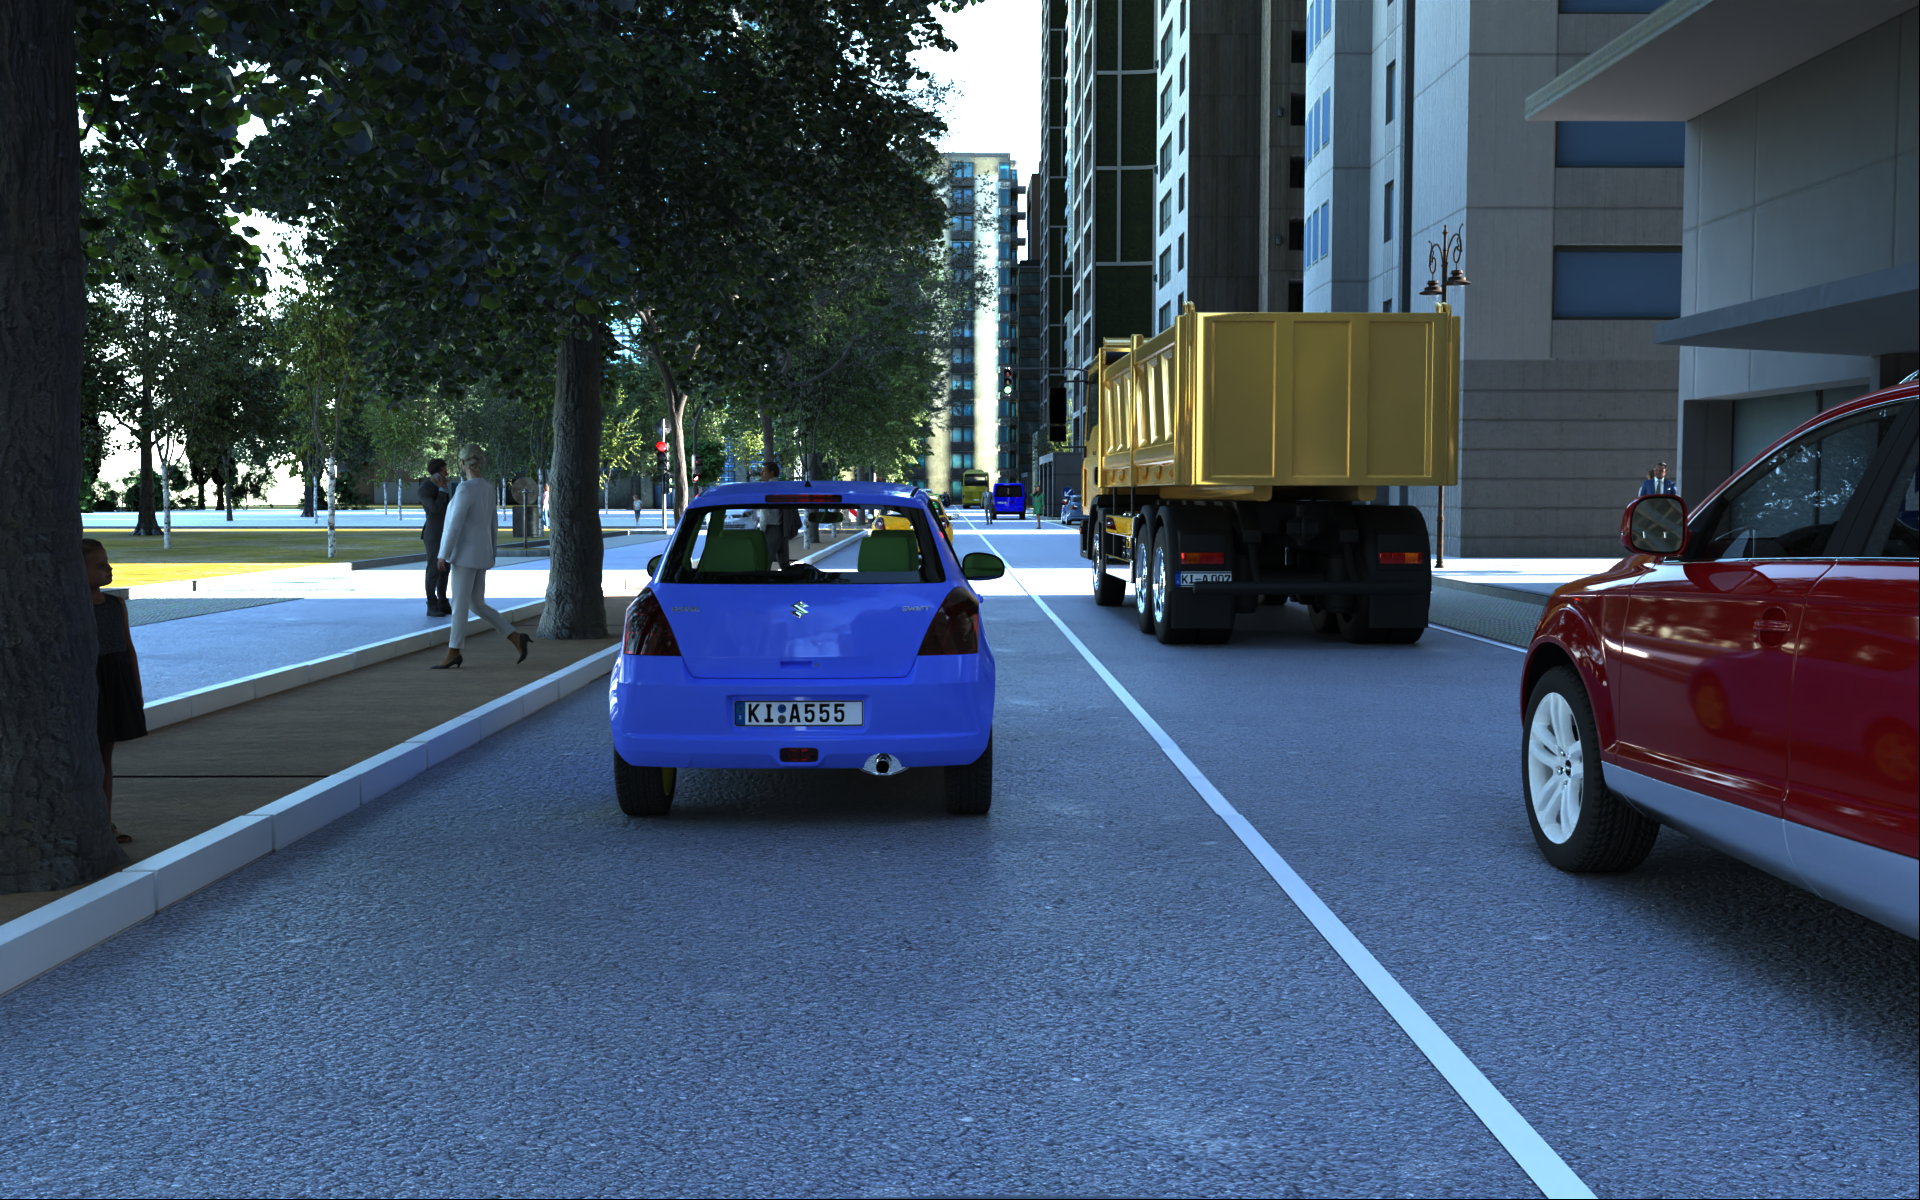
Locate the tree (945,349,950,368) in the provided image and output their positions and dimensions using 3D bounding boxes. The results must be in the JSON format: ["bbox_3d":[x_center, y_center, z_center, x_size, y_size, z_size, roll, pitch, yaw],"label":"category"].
[{"bbox_3d":[-4.260,-9.293,72.529,7.486,12.596,7.792,0,3,0],"label":"tree"}]

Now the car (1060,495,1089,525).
[{"bbox_3d":[5.700,-4.196,80.610,2.014,1.417,4.499,0,4,-1],"label":"car"}]

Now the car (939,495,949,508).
[{"bbox_3d":[-2.077,-10.411,182.800,1.945,1.354,3.894,0,4,-1],"label":"car"}]

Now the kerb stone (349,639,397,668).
[{"bbox_3d":[-4.982,0.465,14.594,0.120,0.150,1.000,0,4,-1],"label":"kerb stone"}]

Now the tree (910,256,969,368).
[{"bbox_3d":[-6.010,-16.390,126.320,12.611,20.169,13.585,0,3,0],"label":"tree"}]

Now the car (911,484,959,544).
[{"bbox_3d":[-1.016,-1.621,36.726,2.015,1.641,3.980,0,4,-1],"label":"car"}]

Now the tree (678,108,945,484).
[{"bbox_3d":[-4.413,-7.950,50.566,7.486,12.596,7.792,0,3,0],"label":"tree"}]

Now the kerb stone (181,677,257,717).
[{"bbox_3d":[-4.952,0.653,11.512,0.120,0.150,1.000,0,4,-1],"label":"kerb stone"}]

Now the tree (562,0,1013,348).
[{"bbox_3d":[-4.006,-7.539,36.089,12.009,13.543,11.850,0,3,0],"label":"tree"}]

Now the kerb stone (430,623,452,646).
[{"bbox_3d":[-4.995,0.340,16.642,0.120,0.150,1.000,0,4,-1],"label":"kerb stone"}]

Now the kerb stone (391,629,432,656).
[{"bbox_3d":[-4.992,0.402,15.620,0.120,0.150,1.000,0,4,-1],"label":"kerb stone"}]

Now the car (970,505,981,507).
[{"bbox_3d":[1.510,-10.707,187.419,2.083,1.381,4.827,0,3,0],"label":"car"}]

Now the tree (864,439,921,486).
[{"bbox_3d":[-4.631,-10.040,116.968,4.737,8.622,4.395,0,3,0],"label":"tree"}]

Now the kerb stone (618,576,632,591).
[{"bbox_3d":[-5.081,-0.224,25.854,0.120,0.150,1.000,0,4,-1],"label":"kerb stone"}]

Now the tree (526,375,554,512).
[{"bbox_3d":[-21.614,-8.091,82.657,4.360,8.622,3.978,0,3,0],"label":"tree"}]

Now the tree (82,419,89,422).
[{"bbox_3d":[-39.008,-7.493,72.874,4.737,8.622,4.395,0,3,0],"label":"tree"}]

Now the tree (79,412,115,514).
[{"bbox_3d":[-62.800,-13.292,119.151,13.155,14.587,18.604,-1,4,-11],"label":"tree"}]

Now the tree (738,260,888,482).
[{"bbox_3d":[-3.972,-5.618,44.679,4.360,8.622,3.978,0,3,0],"label":"tree"}]

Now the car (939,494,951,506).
[{"bbox_3d":[-2.082,-12.693,217.308,2.009,1.686,4.222,0,4,-1],"label":"car"}]

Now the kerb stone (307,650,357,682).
[{"bbox_3d":[-4.970,0.535,13.563,0.120,0.150,1.000,0,4,-1],"label":"kerb stone"}]

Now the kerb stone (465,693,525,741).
[{"bbox_3d":[-2.837,0.714,10.514,0.120,0.150,1.000,0,4,-1],"label":"kerb stone"}]

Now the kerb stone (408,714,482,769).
[{"bbox_3d":[-2.826,0.777,9.489,0.120,0.150,1.000,0,4,-1],"label":"kerb stone"}]

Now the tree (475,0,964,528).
[{"bbox_3d":[-4.119,-5.455,26.066,8.767,10.594,7.601,0,4,-1],"label":"tree"}]

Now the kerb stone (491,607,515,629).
[{"bbox_3d":[-5.016,0.215,18.691,0.120,0.150,1.000,0,4,-1],"label":"kerb stone"}]

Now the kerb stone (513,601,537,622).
[{"bbox_3d":[-5.017,0.152,19.713,0.120,0.150,1.000,0,4,-1],"label":"kerb stone"}]

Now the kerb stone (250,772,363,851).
[{"bbox_3d":[-2.806,0.904,7.438,0.120,0.150,1.000,0,4,-1],"label":"kerb stone"}]

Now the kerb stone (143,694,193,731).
[{"bbox_3d":[-4.938,0.716,10.488,0.120,0.150,1.000,0,4,-1],"label":"kerb stone"}]

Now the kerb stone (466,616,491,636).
[{"bbox_3d":[-5.004,0.277,17.664,0.120,0.150,1.000,0,4,-1],"label":"kerb stone"}]

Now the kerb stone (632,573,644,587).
[{"bbox_3d":[-5.085,-0.284,26.876,0.120,0.150,1.000,0,4,-1],"label":"kerb stone"}]

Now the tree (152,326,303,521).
[{"bbox_3d":[-34.928,-9.072,82.744,8.767,10.594,7.601,-1,4,-12],"label":"tree"}]

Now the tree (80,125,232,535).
[{"bbox_3d":[-25.301,-8.369,53.843,9.611,12.733,9.660,0,3,0],"label":"tree"}]

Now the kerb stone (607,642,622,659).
[{"bbox_3d":[-2.877,0.464,14.602,0.120,0.150,1.000,0,4,-1],"label":"kerb stone"}]

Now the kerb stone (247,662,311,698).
[{"bbox_3d":[-4.959,0.591,12.534,0.120,0.150,1.000,0,4,-1],"label":"kerb stone"}]

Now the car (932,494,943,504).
[{"bbox_3d":[-2.272,-7.599,133.040,1.959,1.807,4.718,0,4,-2],"label":"car"}]

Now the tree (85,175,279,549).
[{"bbox_3d":[-18.497,-5.512,40.484,4.360,8.622,3.978,0,3,0],"label":"tree"}]

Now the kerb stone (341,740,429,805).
[{"bbox_3d":[-2.816,0.844,8.460,0.120,0.150,1.000,0,4,-1],"label":"kerb stone"}]

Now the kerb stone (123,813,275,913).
[{"bbox_3d":[-2.803,0.965,6.413,0.120,0.150,1.000,0,4,-1],"label":"kerb stone"}]

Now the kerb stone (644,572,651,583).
[{"bbox_3d":[-5.100,-0.349,27.898,0.120,0.150,1.000,0,4,-1],"label":"kerb stone"}]

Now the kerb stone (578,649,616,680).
[{"bbox_3d":[-2.871,0.527,13.580,0.120,0.150,1.000,0,4,-1],"label":"kerb stone"}]

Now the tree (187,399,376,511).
[{"bbox_3d":[-57.145,-14.540,139.553,18.604,14.587,13.155,-1,4,-21],"label":"tree"}]

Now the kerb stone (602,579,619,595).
[{"bbox_3d":[-5.075,-0.161,24.831,0.120,0.150,1.000,0,4,-1],"label":"kerb stone"}]

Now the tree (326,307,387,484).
[{"bbox_3d":[-36.691,-11.008,96.994,9.611,12.733,9.660,0,3,0],"label":"tree"}]

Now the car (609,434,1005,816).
[{"bbox_3d":[-0.717,0.034,9.031,1.945,1.707,3.694,0,4,-2],"label":"car"}]

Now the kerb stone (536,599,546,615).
[{"bbox_3d":[-5.031,0.089,20.736,0.120,0.150,1.000,0,4,-1],"label":"kerb stone"}]

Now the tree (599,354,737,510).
[{"bbox_3d":[-20.653,-12.840,126.943,9.611,12.733,9.660,0,3,0],"label":"tree"}]

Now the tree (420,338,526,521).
[{"bbox_3d":[-21.616,-7.681,75.943,4.360,8.622,3.978,0,3,0],"label":"tree"}]

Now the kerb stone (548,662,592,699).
[{"bbox_3d":[-2.853,0.589,12.558,0.120,0.150,1.000,0,4,-1],"label":"kerb stone"}]

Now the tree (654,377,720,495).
[{"bbox_3d":[-17.501,-9.613,107.531,4.737,8.622,4.395,0,3,0],"label":"tree"}]

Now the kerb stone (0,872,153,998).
[{"bbox_3d":[-2.791,1.028,5.381,0.120,0.150,1.000,0,4,-1],"label":"kerb stone"}]

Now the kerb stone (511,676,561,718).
[{"bbox_3d":[-2.847,0.652,11.535,0.120,0.150,1.000,0,4,-1],"label":"kerb stone"}]

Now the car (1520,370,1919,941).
[{"bbox_3d":[3.298,0.226,4.978,2.281,1.827,5.304,0,4,-1],"label":"car"}]

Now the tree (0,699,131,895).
[{"bbox_3d":[-3.546,-5.935,6.149,9.857,13.997,8.962,0,3,0],"label":"tree"}]
